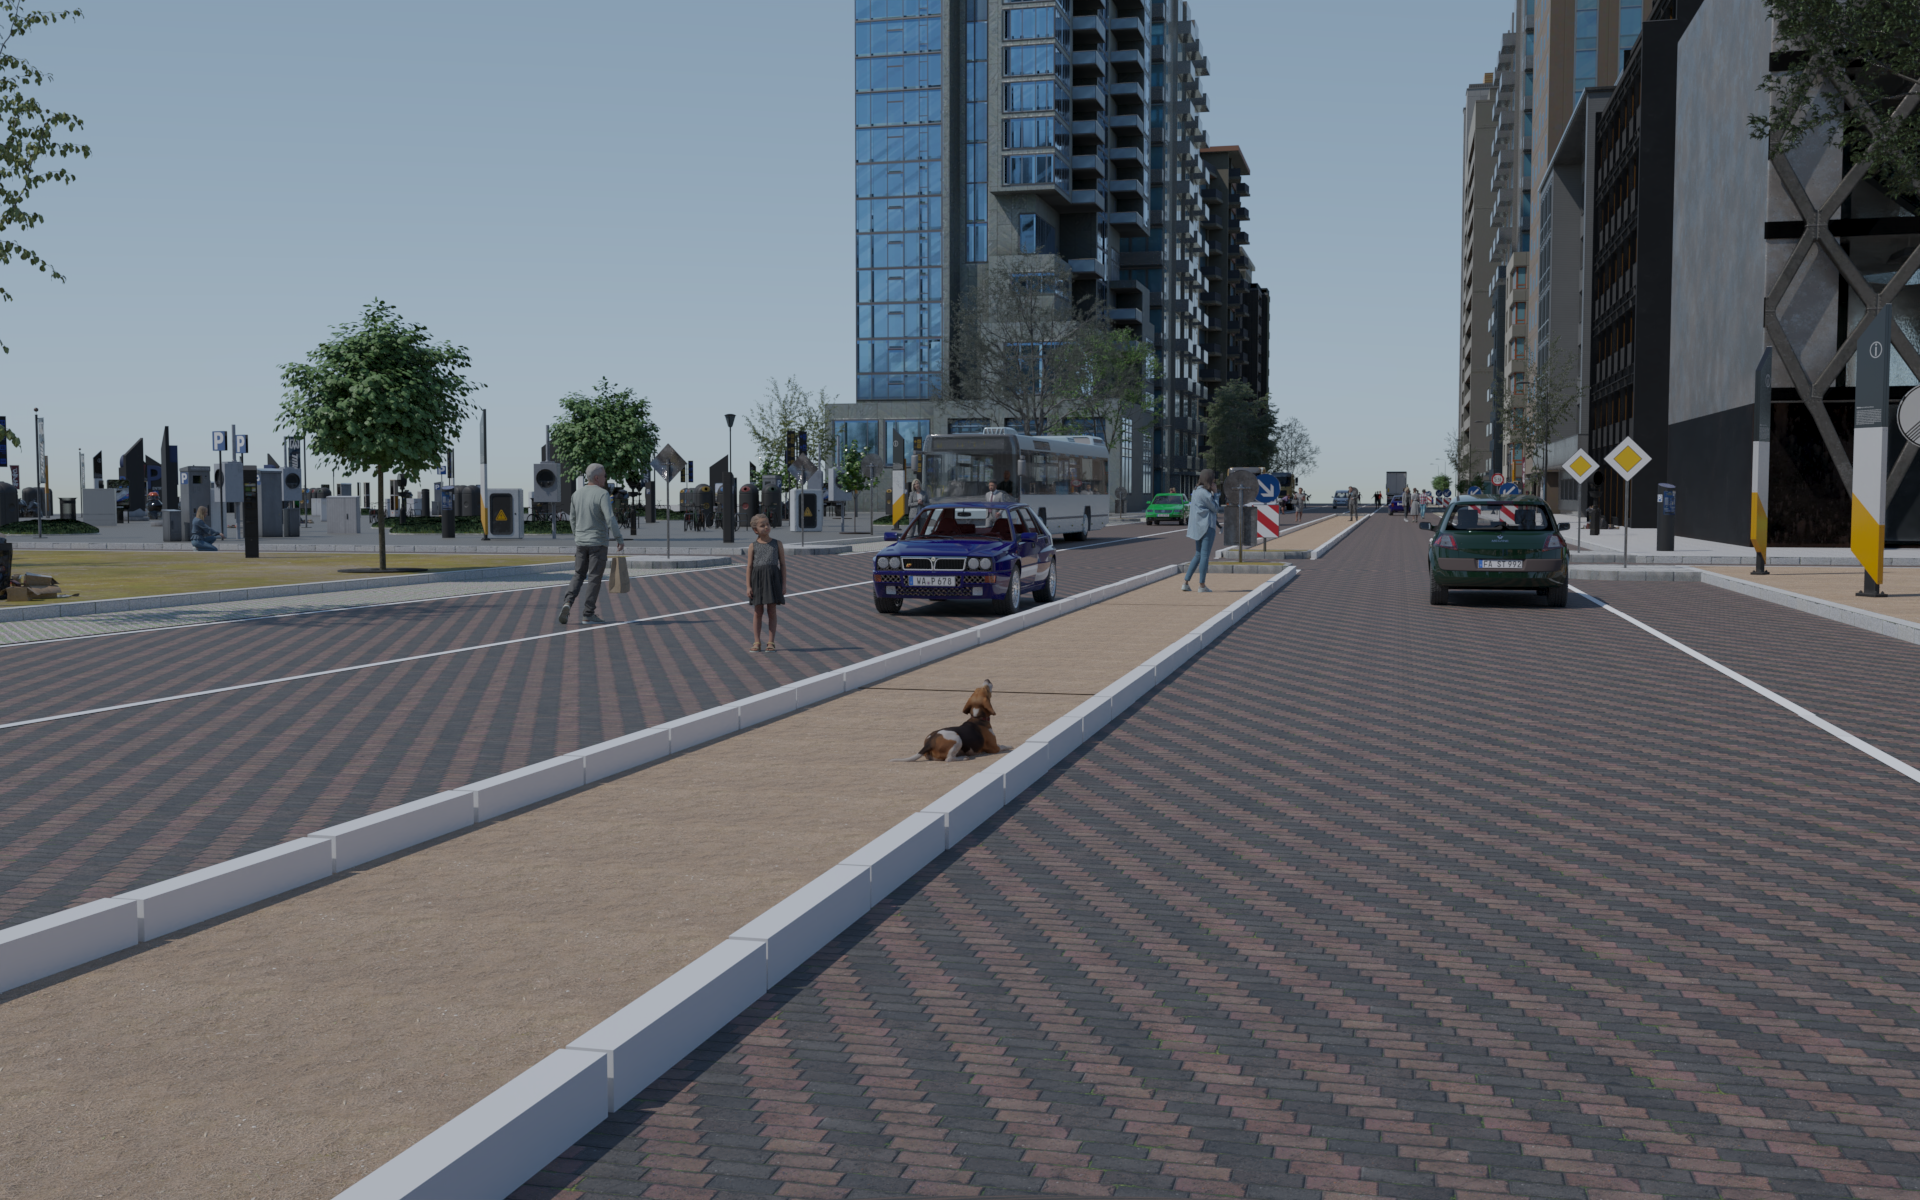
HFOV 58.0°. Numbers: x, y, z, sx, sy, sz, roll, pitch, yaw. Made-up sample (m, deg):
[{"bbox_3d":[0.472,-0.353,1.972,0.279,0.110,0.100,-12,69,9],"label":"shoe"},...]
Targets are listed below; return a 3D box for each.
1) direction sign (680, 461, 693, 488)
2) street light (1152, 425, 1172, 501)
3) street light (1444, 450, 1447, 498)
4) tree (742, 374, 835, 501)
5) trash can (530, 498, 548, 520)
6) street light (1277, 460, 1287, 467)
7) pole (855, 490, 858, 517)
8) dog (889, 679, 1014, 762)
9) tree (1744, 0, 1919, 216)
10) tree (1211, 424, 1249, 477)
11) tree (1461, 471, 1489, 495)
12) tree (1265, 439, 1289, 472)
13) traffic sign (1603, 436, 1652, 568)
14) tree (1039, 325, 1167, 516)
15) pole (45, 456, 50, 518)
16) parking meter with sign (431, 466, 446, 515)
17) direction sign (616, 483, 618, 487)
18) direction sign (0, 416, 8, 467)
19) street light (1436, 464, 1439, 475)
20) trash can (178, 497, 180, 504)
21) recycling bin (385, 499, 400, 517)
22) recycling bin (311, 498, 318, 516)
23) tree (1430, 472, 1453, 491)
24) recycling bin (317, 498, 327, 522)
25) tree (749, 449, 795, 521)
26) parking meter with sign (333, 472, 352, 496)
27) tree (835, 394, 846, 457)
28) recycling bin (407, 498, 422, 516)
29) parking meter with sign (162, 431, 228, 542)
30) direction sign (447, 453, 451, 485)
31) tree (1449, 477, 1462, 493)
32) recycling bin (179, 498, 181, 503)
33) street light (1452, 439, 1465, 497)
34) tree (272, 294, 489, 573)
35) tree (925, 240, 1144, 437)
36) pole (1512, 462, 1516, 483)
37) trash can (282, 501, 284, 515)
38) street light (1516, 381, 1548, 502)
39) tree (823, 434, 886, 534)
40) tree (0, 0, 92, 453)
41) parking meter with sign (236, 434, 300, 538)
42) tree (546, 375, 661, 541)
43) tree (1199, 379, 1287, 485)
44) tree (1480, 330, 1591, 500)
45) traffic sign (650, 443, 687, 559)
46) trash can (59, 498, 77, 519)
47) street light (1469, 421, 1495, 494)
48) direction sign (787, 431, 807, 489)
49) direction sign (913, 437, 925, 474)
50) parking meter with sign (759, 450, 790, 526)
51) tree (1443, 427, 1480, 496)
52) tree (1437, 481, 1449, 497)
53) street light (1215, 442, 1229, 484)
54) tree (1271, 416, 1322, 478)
[{"bbox_3d":[-18.443,-7.645,116.992,0.876,3.537,0.379,-1,4,-18],"label":"direction sign"},{"bbox_3d":[13.586,-8.825,116.828,1.470,5.913,1.316,1,4,14],"label":"street light"},{"bbox_3d":[52.185,-12.946,184.203,1.470,5.913,1.316,1,4,14],"label":"street light"},{"bbox_3d":[-10.846,-9.489,105.514,4.737,8.622,4.395,0,3,0],"label":"tree"},{"bbox_3d":[-15.725,-3.253,64.835,0.748,1.137,0.748,0,3,0],"label":"trash can"},{"bbox_3d":[43.654,-16.066,235.214,1.470,5.913,1.316,1,4,14],"label":"street light"},{"bbox_3d":[-5.772,-6.263,96.239,0.158,3.312,0.155,0,3,0],"label":"pole"},{"bbox_3d":[-0.052,0.657,9.457,0.748,0.427,0.550,0,4,-6],"label":"dog"},{"bbox_3d":[10.439,-4.882,14.235,7.601,10.594,8.767,-3,5,-43],"label":"tree"},{"bbox_3d":[28.208,-14.042,179.941,4.360,8.622,3.978,0,3,0],"label":"tree"},{"bbox_3d":[40.467,-8.591,135.066,1.663,3.219,1.824,0,3,0],"label":"tree"},{"bbox_3d":[40.215,-16.715,223.653,4.737,8.622,4.395,0,3,0],"label":"tree"},{"bbox_3d":[11.514,-1.607,29.922,0.795,2.450,0.064,1,4,14],"label":"traffic sign"},{"bbox_3d":[8.578,-10.866,103.419,9.928,11.665,9.643,0,3,0],"label":"tree"},{"bbox_3d":[-48.387,-5.990,91.774,0.158,3.312,0.155,0,3,0],"label":"pole"},{"bbox_3d":[-31.813,-6.689,105.625,0.543,3.016,1.738,0,4,-2],"label":"parking meter with sign"},{"bbox_3d":[-17.966,-6.036,90.690,0.876,3.537,0.379,3,4,36],"label":"direction sign"},{"bbox_3d":[-28.018,-3.551,50.059,0.876,3.537,0.379,-2,4,-30],"label":"direction sign"},{"bbox_3d":[62.909,-15.542,226.657,1.470,5.913,1.316,1,4,14],"label":"street light"},{"bbox_3d":[-45.085,-5.361,99.309,0.748,1.137,0.748,0,3,0],"label":"trash can"},{"bbox_3d":[-31.617,-5.135,96.516,0.722,1.027,0.722,-2,4,-26],"label":"recycling bin"},{"bbox_3d":[-37.081,-5.374,100.413,0.722,1.027,0.722,1,4,16],"label":"recycling bin"},{"bbox_3d":[71.149,-16.634,255.677,4.285,4.588,4.351,0,3,0],"label":"tree"},{"bbox_3d":[-29.523,-4.197,81.178,0.722,1.027,0.722,0,4,-7],"label":"recycling bin"},{"bbox_3d":[-8.315,-4.890,74.548,1.663,3.219,1.824,0,3,0],"label":"tree"},{"bbox_3d":[-42.295,-7.532,119.407,1.738,3.016,0.543,-1,4,-22],"label":"parking meter with sign"},{"bbox_3d":[-9.851,-10.259,118.098,4.737,8.622,4.395,0,3,0],"label":"tree"},{"bbox_3d":[-32.037,-5.464,101.882,0.722,1.027,0.722,3,4,36],"label":"recycling bin"},{"bbox_3d":[-20.867,-3.116,47.205,0.543,3.016,1.738,2,4,31],"label":"parking meter with sign"},{"bbox_3d":[-25.265,-5.732,85.722,0.379,3.537,0.876,0,4,-5],"label":"direction sign"},{"bbox_3d":[51.845,-11.248,178.503,1.663,3.219,1.824,0,3,0],"label":"tree"},{"bbox_3d":[-51.336,-6.243,114.628,0.722,1.027,0.722,2,4,29],"label":"recycling bin"},{"bbox_3d":[42.635,-10.652,146.699,1.470,5.913,1.316,1,4,14],"label":"street light"},{"bbox_3d":[-9.499,-2.748,28.642,4.285,4.588,4.351,0,3,0],"label":"tree"},{"bbox_3d":[3.584,-10.588,83.485,12.009,13.543,11.850,0,3,0],"label":"tree"},{"bbox_3d":[34.715,-7.018,108.579,0.158,3.312,0.155,0,3,0],"label":"pole"},{"bbox_3d":[-27.762,-3.590,70.352,0.748,1.137,0.748,0,3,0],"label":"trash can"},{"bbox_3d":[23.555,-6.038,71.265,1.470,5.913,1.316,1,4,14],"label":"street light"},{"bbox_3d":[-3.456,-3.726,55.525,1.663,3.219,1.824,0,3,0],"label":"tree"},{"bbox_3d":[-11.642,-4.211,19.207,4.737,8.622,4.395,0,3,0],"label":"tree"},{"bbox_3d":[-20.537,-3.377,51.470,0.543,3.016,1.738,3,4,37],"label":"parking meter with sign"},{"bbox_3d":[-9.809,-3.935,48.052,4.285,4.588,4.351,0,3,0],"label":"tree"},{"bbox_3d":[30.622,-17.231,188.384,9.857,13.997,8.962,0,3,0],"label":"tree"},{"bbox_3d":[25.805,-7.765,77.326,4.360,8.622,3.978,0,3,0],"label":"tree"},{"bbox_3d":[-5.781,-1.876,34.308,0.795,2.450,0.064,1,4,14],"label":"traffic sign"},{"bbox_3d":[-37.004,-3.681,71.846,0.748,1.137,0.748,0,3,0],"label":"trash can"},{"bbox_3d":[33.242,-8.384,109.622,1.470,5.913,1.316,1,4,14],"label":"street light"},{"bbox_3d":[-5.846,-4.292,62.175,0.876,3.537,0.379,-3,5,-42],"label":"direction sign"},{"bbox_3d":[-1.405,-4.666,68.290,0.876,3.537,0.379,1,4,8],"label":"direction sign"},{"bbox_3d":[-7.554,-4.493,69.725,1.738,3.016,0.543,2,4,28],"label":"parking meter with sign"},{"bbox_3d":[55.143,-14.684,190.438,4.360,8.622,3.978,0,3,0],"label":"tree"},{"bbox_3d":[68.205,-15.329,245.230,1.663,3.219,1.824,0,3,0],"label":"tree"},{"bbox_3d":[23.327,-11.133,154.567,1.470,5.913,1.316,1,4,14],"label":"street light"},{"bbox_3d":[51.327,-21.986,269.834,12.009,13.543,11.850,0,3,0],"label":"tree"}]
